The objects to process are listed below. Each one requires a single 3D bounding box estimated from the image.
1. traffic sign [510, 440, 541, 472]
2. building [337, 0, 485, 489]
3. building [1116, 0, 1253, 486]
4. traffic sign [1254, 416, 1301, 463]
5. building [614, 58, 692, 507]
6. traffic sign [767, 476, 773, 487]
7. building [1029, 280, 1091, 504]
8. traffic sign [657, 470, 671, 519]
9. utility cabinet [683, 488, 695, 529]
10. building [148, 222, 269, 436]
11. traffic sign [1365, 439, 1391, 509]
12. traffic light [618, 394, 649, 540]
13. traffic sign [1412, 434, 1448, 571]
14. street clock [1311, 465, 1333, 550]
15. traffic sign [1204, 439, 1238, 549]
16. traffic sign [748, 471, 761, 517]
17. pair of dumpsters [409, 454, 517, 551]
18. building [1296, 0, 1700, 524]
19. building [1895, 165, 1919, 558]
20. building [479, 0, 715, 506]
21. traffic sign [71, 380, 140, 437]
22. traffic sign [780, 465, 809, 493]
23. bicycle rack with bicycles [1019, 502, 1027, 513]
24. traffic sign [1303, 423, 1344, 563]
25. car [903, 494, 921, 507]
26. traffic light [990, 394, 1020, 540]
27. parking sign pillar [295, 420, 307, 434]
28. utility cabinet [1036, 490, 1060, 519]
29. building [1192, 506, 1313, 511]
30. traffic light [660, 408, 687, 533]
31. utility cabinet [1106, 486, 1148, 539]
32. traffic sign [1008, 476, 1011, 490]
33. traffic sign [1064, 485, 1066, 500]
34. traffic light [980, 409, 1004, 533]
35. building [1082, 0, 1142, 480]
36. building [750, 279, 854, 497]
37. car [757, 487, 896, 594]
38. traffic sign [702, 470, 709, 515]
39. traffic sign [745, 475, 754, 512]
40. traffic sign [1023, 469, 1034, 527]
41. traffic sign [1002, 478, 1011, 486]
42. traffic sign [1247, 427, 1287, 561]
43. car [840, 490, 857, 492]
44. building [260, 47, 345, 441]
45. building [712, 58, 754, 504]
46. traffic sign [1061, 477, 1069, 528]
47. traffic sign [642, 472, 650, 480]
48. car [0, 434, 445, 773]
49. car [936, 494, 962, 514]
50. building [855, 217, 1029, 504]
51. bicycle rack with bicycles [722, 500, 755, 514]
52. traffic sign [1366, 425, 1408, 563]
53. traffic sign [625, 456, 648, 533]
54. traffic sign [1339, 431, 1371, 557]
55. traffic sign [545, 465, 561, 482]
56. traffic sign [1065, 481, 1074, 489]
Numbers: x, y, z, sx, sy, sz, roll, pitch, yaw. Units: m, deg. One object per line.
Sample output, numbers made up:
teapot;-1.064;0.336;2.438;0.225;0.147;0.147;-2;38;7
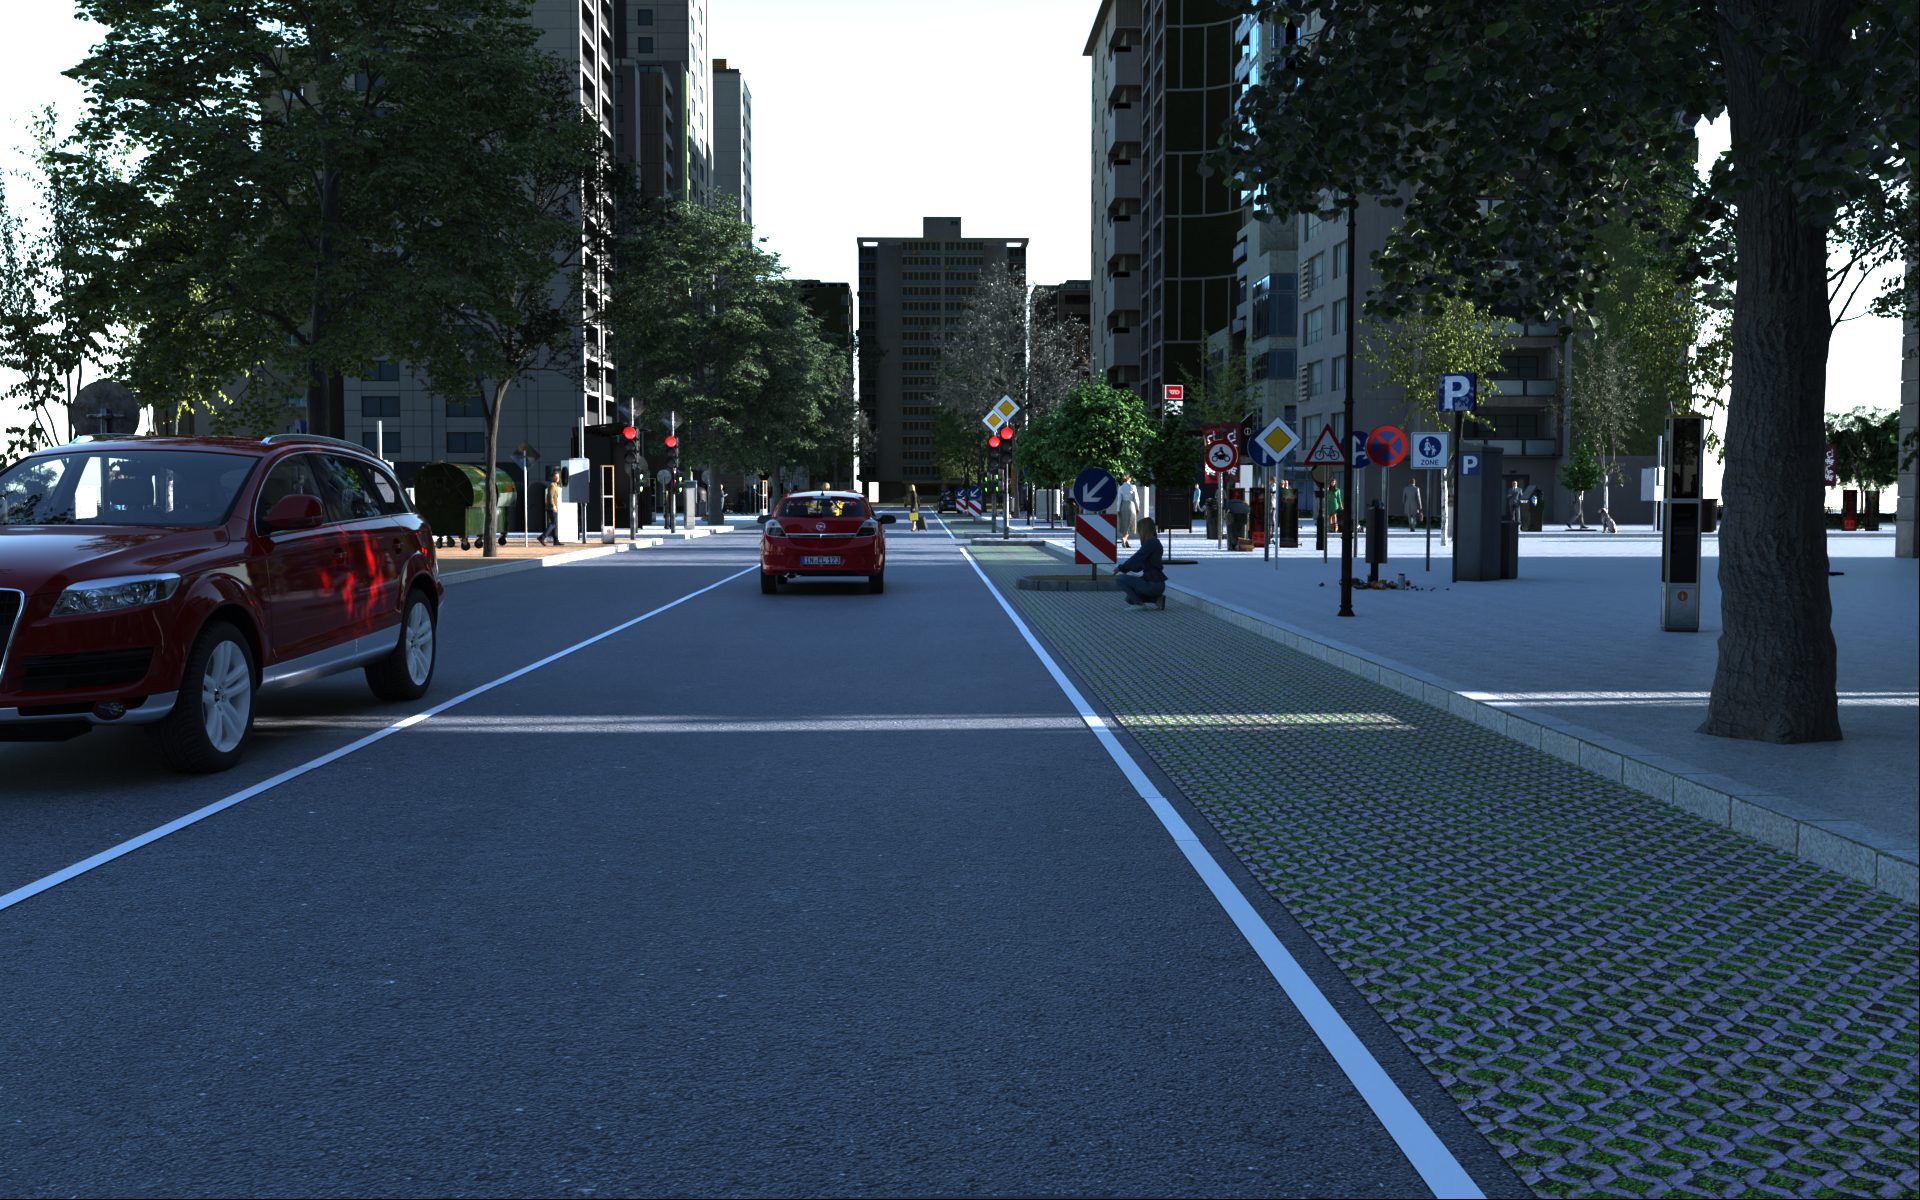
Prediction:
traffic sign;-10.535;-2.583;41.965;0.795;2.593;0.064;1;4;8
building;-36.770;-42.928;140.125;20.563;71.187;20.611;0;4;-1
building;25.487;-43.815;154.625;20.563;71.187;20.611;0;4;-1
traffic sign;5.384;-1.808;29.300;0.795;2.593;0.064;0;4;5
building;-32.631;-29.064;158.783;14.154;41.232;14.086;0;4;-1
traffic sign;-13.366;-7.455;121.888;0.884;2.594;0.081;0;4;4
building;16.779;-28.434;236.595;14.107;30.474;14.160;0;4;-1
traffic sign;-15.332;-5.481;89.723;0.768;2.556;0.104;0;4;7
utility cabinet;-9.936;-3.350;63.443;0.318;1.500;1.173;-1;4;-14
building;-76.301;-25.261;184.710;14.107;30.474;14.160;0;4;-1
traffic sign;8.106;-2.018;33.093;0.768;2.556;0.104;0;4;7
traffic light;-9.175;-3.649;48.575;0.839;4.253;0.868;0;4;-1
traffic sign;7.778;-1.627;28.734;0.606;2.300;0.079;0;4;7
street clock;8.246;-2.139;39.541;0.471;2.002;0.358;0;4;4
traffic sign;6.050;-2.454;40.234;0.768;2.556;0.104;0;4;4
traffic sign;-11.441;-5.920;96.789;0.884;2.594;0.081;0;4;1
pair of dumpsters;-11.768;-2.360;41.080;1.574;2.255;4.437;0;4;-1
building;23.819;-24.172;78.812;14.086;41.232;14.154;0;4;-1
building;25.133;-11.092;23.148;13.314;21.916;24.055;0;4;-1
building;-37.313;-45.532;182.693;20.611;71.187;20.563;0;4;-1
traffic sign;-9.565;-1.180;19.399;0.768;2.556;0.104;0;4;-1
traffic sign;-11.778;-7.854;122.284;2.265;3.308;0.079;0;4;0
bicycle rack with bicycles;5.272;-6.176;114.365;2.925;0.926;2.852;0;4;-6
traffic sign;6.760;-1.956;31.977;0.884;2.594;0.081;0;4;0
car;-5.302;-11.117;191.985;2.015;1.641;3.980;0;4;-1
traffic light;1.283;-3.665;48.836;0.839;4.253;0.868;0;4;-1
parking sign pillar;-16.918;-3.459;45.023;1.447;3.967;1.447;-2;4;-29
utility cabinet;4.398;-4.783;86.874;1.173;1.500;0.318;2;4;30
building;26.902;-49.090;115.300;22.319;86.520;31.000;0;4;-1
traffic light;-9.363;-4.137;56.558;0.839;4.253;0.868;0;4;-1
utility cabinet;4.753;-2.480;49.223;1.173;1.500;0.318;2;4;26
traffic sign;3.455;-7.621;124.709;0.768;2.556;0.104;0;4;4
traffic sign;6.701;-6.739;110.281;0.768;2.556;0.104;1;4;8
traffic light;1.095;-4.153;56.819;0.839;4.253;0.868;0;4;-1
building;28.188;-36.110;179.637;28.713;52.752;27.495;0;4;-1
building;-21.618;-28.403;236.085;14.107;30.474;14.160;0;4;-1
car;-2.046;-1.062;26.411;2.155;1.783;4.494;0;4;-3
traffic sign;-13.077;-5.506;90.136;0.768;2.556;0.104;0;4;6
traffic sign;-14.244;-7.188;117.635;0.768;2.556;0.104;0;4;0
traffic sign;2.838;-4.099;67.124;0.768;2.556;0.104;0;3;0
traffic sign;2.882;-6.871;112.337;0.884;2.594;0.081;0;4;4
traffic sign;5.840;-2.007;32.914;0.768;2.556;0.104;0;4;7
car;-9.424;-8.369;145.512;2.281;1.827;5.304;0;4;-1
building;-58.379;-34.115;181.482;21.600;48.544;21.300;0;4;-1
building;-42.841;-42.549;237.674;28.212;58.520;21.231;0;4;-1
traffic sign;3.898;-4.050;66.326;0.768;2.556;0.104;0;4;6
traffic sign;-14.627;-4.861;79.581;0.768;2.556;0.104;0;3;0
car;-4.778;-0.117;10.592;2.281;1.827;5.304;0;4;0
car;-0.757;-7.198;127.466;2.009;1.686;4.222;0;4;-3
building;-2.581;-33.850;245.325;23.993;40.220;32.217;0;4;-1
bicycle rack with bicycles;-14.816;-6.109;113.262;2.925;0.926;2.852;0;4;-4
traffic sign;7.861;-1.948;31.955;0.768;2.556;0.104;0;4;5
traffic sign;-10.567;-3.449;56.497;0.768;2.556;0.104;0;4;5
traffic sign;8.012;-2.135;35.019;0.768;2.556;0.104;0;4;2
traffic sign;-14.482;-3.647;61.751;0.606;2.300;0.079;0;4;4
traffic sign;6.004;-5.267;79.993;2.265;3.308;0.079;1;4;8
